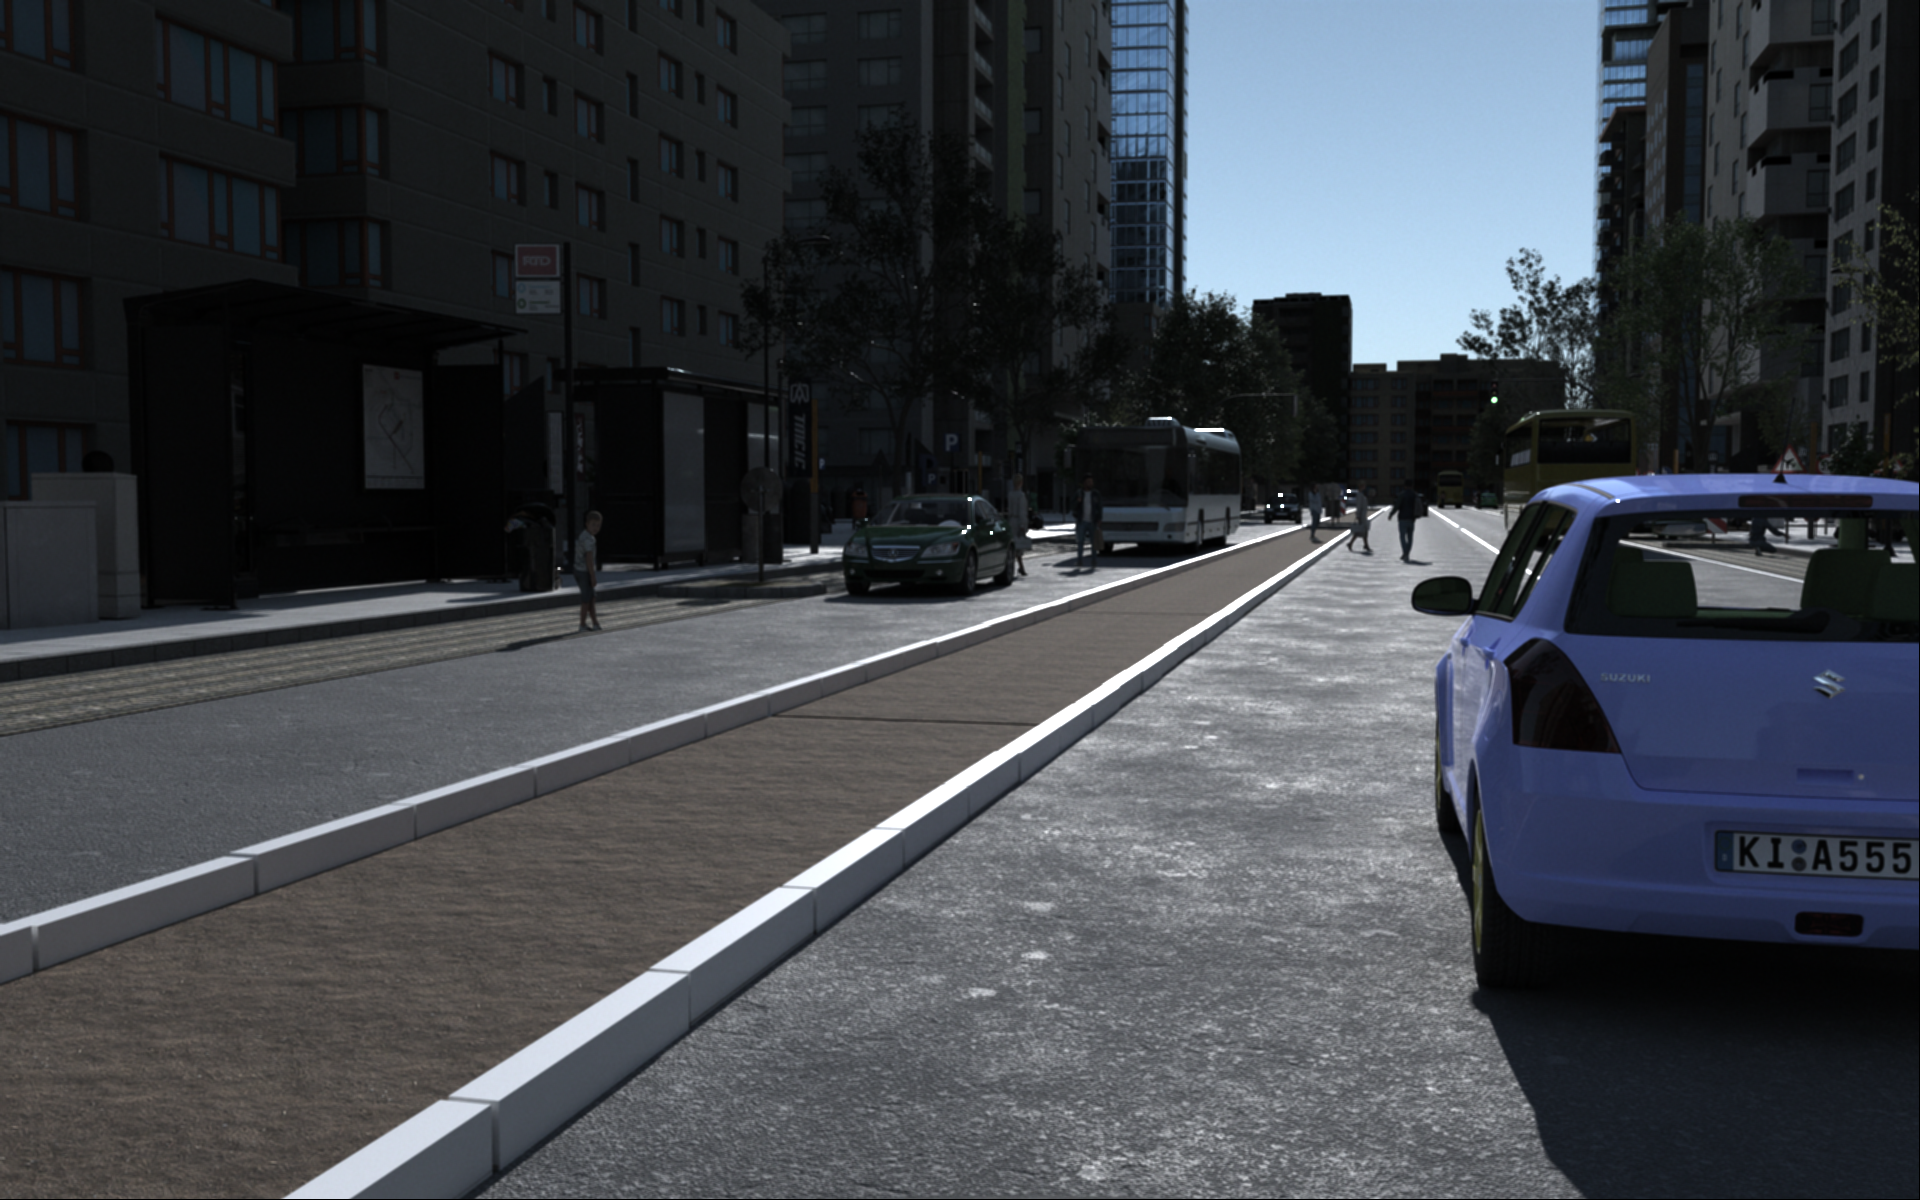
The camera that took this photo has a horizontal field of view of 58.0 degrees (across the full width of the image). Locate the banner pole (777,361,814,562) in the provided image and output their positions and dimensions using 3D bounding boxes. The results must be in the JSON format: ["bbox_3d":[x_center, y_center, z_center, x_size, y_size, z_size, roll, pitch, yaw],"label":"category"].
[{"bbox_3d":[-3.160,-2.606,32.618,0.863,3.779,0.401,1,4,14],"label":"banner pole"}]

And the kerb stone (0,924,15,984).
[{"bbox_3d":[-2.940,1.071,4.679,0.120,0.150,1.000,1,4,14],"label":"kerb stone"}]

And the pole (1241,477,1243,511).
[{"bbox_3d":[21.202,-8.360,130.524,0.158,3.312,0.155,0,3,0],"label":"pole"}]

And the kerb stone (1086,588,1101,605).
[{"bbox_3d":[1.660,-0.021,22.541,0.120,0.150,1.000,1,4,14],"label":"kerb stone"}]

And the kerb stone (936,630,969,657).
[{"bbox_3d":[-0.119,0.410,15.606,0.120,0.150,1.000,1,4,14],"label":"kerb stone"}]

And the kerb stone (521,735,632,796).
[{"bbox_3d":[-1.923,0.829,8.646,0.120,0.150,1.000,1,4,14],"label":"kerb stone"}]

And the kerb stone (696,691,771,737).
[{"bbox_3d":[-1.413,0.708,10.636,0.120,0.150,1.000,1,4,14],"label":"kerb stone"}]

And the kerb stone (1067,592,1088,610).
[{"bbox_3d":[1.408,0.039,21.550,0.120,0.150,1.000,1,4,14],"label":"kerb stone"}]

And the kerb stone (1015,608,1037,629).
[{"bbox_3d":[0.638,0.224,18.580,0.120,0.150,1.000,1,4,14],"label":"kerb stone"}]

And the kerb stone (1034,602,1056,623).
[{"bbox_3d":[0.898,0.161,19.569,0.120,0.150,1.000,1,4,14],"label":"kerb stone"}]

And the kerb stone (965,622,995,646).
[{"bbox_3d":[0.135,0.350,16.597,0.120,0.150,1.000,1,4,14],"label":"kerb stone"}]

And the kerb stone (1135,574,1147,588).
[{"bbox_3d":[2.688,-0.264,26.519,0.120,0.150,1.000,1,4,14],"label":"kerb stone"}]

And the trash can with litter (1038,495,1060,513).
[{"bbox_3d":[6.065,-6.420,116.017,2.233,1.210,1.678,-1,4,-19],"label":"trash can with litter"}]

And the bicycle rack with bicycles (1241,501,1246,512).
[{"bbox_3d":[19.816,-6.857,125.488,2.852,0.926,2.925,-3,5,-40],"label":"bicycle rack with bicycles"}]

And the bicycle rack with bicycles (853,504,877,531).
[{"bbox_3d":[-2.758,-2.946,61.551,2.852,0.926,2.925,3,5,39],"label":"bicycle rack with bicycles"}]

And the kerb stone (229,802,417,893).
[{"bbox_3d":[-2.431,0.950,6.666,0.120,0.150,1.000,1,4,14],"label":"kerb stone"}]

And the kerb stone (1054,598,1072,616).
[{"bbox_3d":[1.146,0.109,20.561,0.120,0.150,1.000,1,4,14],"label":"kerb stone"}]

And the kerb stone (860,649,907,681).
[{"bbox_3d":[-0.637,0.525,13.618,0.120,0.150,1.000,1,4,14],"label":"kerb stone"}]

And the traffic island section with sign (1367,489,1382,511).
[{"bbox_3d":[35.853,-8.727,150.824,2.006,1.907,1.989,1,4,14],"label":"traffic island section with sign"}]

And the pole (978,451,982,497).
[{"bbox_3d":[0.950,-5.419,82.451,0.158,3.312,0.155,0,3,0],"label":"pole"}]

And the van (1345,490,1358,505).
[{"bbox_3d":[41.952,-10.900,185.218,2.013,2.044,4.112,1,4,14],"label":"van"}]

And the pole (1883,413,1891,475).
[{"bbox_3d":[23.511,-3.063,43.919,0.158,3.312,0.155,0,3,0],"label":"pole"}]

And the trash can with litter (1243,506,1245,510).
[{"bbox_3d":[23.222,-8.082,143.532,1.055,1.170,0.624,-2,4,-24],"label":"trash can with litter"}]

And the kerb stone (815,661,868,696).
[{"bbox_3d":[-0.897,0.589,12.627,0.120,0.150,1.000,1,4,14],"label":"kerb stone"}]

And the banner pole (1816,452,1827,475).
[{"bbox_3d":[45.232,-6.204,91.449,0.863,3.779,0.401,2,4,29],"label":"banner pole"}]

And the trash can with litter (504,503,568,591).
[{"bbox_3d":[-5.628,-0.710,22.997,0.624,1.170,1.055,0,4,-2],"label":"trash can with litter"}]

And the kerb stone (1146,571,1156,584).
[{"bbox_3d":[2.941,-0.325,27.510,0.120,0.150,1.000,1,4,14],"label":"kerb stone"}]

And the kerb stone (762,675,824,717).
[{"bbox_3d":[-1.151,0.647,11.624,0.120,0.150,1.000,1,4,14],"label":"kerb stone"}]

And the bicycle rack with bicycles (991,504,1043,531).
[{"bbox_3d":[1.453,-2.878,60.440,2.925,0.926,2.852,0,4,1],"label":"bicycle rack with bicycles"}]

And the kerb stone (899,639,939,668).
[{"bbox_3d":[-0.385,0.464,14.615,0.120,0.150,1.000,1,4,14],"label":"kerb stone"}]

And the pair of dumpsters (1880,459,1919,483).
[{"bbox_3d":[25.143,-2.749,47.432,1.574,2.255,4.437,1,4,14],"label":"pair of dumpsters"}]

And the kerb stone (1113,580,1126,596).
[{"bbox_3d":[2.171,-0.143,24.527,0.120,0.150,1.000,1,4,14],"label":"kerb stone"}]

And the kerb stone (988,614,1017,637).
[{"bbox_3d":[0.383,0.282,17.590,0.120,0.150,1.000,1,4,14],"label":"kerb stone"}]

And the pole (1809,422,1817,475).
[{"bbox_3d":[24.215,-3.386,49.208,0.158,3.312,0.155,0,3,0],"label":"pole"}]

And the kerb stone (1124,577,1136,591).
[{"bbox_3d":[2.427,-0.200,25.521,0.120,0.150,1.000,1,4,14],"label":"kerb stone"}]

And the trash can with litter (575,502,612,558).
[{"bbox_3d":[-7.317,-1.397,34.221,1.055,1.170,0.624,-3,5,-45],"label":"trash can with litter"}]

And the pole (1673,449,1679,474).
[{"bbox_3d":[32.656,-5.212,79.058,0.158,3.312,0.155,0,3,0],"label":"pole"}]

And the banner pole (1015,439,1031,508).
[{"bbox_3d":[2.695,-5.049,72.574,0.863,3.779,0.401,1,4,19],"label":"banner pole"}]

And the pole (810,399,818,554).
[{"bbox_3d":[-3.141,-2.654,37.237,0.158,3.312,0.155,0,3,0],"label":"pole"}]

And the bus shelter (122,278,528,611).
[{"bbox_3d":[-7.772,-1.885,22.108,1.731,3.624,6.357,1,4,14],"label":"bus shelter"}]

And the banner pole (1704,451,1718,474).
[{"bbox_3d":[38.248,-6.020,88.448,0.863,3.779,0.401,1,4,15],"label":"banner pole"}]

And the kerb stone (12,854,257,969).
[{"bbox_3d":[-2.688,1.019,5.678,0.120,0.150,1.000,1,4,14],"label":"kerb stone"}]

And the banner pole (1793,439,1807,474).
[{"bbox_3d":[37.956,-5.406,78.406,0.401,3.779,0.863,-2,4,-28],"label":"banner pole"}]

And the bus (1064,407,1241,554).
[{"bbox_3d":[5.266,-3.034,44.468,2.948,3.499,13.247,1,4,15],"label":"bus"}]

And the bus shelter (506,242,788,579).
[{"bbox_3d":[-5.407,-3.211,30.137,2.179,5.291,8.768,1,4,15],"label":"bus shelter"}]

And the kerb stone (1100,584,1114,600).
[{"bbox_3d":[1.916,-0.082,23.530,0.120,0.150,1.000,1,4,14],"label":"kerb stone"}]

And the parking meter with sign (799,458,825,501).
[{"bbox_3d":[-7.476,-5.412,84.743,1.738,3.016,0.543,2,4,29],"label":"parking meter with sign"}]

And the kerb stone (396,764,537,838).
[{"bbox_3d":[-2.181,0.889,7.657,0.120,0.150,1.000,1,4,14],"label":"kerb stone"}]

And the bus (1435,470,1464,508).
[{"bbox_3d":[50.936,-11.532,180.090,2.896,3.916,12.252,1,4,15],"label":"bus"}]

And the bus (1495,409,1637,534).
[{"bbox_3d":[17.214,-3.556,49.689,2.896,3.916,12.252,1,4,14],"label":"bus"}]

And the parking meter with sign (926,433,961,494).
[{"bbox_3d":[-0.644,-3.205,48.664,0.543,3.016,1.738,2,4,31],"label":"parking meter with sign"}]

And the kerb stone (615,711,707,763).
[{"bbox_3d":[-1.674,0.768,9.642,0.120,0.150,1.000,1,4,14],"label":"kerb stone"}]
